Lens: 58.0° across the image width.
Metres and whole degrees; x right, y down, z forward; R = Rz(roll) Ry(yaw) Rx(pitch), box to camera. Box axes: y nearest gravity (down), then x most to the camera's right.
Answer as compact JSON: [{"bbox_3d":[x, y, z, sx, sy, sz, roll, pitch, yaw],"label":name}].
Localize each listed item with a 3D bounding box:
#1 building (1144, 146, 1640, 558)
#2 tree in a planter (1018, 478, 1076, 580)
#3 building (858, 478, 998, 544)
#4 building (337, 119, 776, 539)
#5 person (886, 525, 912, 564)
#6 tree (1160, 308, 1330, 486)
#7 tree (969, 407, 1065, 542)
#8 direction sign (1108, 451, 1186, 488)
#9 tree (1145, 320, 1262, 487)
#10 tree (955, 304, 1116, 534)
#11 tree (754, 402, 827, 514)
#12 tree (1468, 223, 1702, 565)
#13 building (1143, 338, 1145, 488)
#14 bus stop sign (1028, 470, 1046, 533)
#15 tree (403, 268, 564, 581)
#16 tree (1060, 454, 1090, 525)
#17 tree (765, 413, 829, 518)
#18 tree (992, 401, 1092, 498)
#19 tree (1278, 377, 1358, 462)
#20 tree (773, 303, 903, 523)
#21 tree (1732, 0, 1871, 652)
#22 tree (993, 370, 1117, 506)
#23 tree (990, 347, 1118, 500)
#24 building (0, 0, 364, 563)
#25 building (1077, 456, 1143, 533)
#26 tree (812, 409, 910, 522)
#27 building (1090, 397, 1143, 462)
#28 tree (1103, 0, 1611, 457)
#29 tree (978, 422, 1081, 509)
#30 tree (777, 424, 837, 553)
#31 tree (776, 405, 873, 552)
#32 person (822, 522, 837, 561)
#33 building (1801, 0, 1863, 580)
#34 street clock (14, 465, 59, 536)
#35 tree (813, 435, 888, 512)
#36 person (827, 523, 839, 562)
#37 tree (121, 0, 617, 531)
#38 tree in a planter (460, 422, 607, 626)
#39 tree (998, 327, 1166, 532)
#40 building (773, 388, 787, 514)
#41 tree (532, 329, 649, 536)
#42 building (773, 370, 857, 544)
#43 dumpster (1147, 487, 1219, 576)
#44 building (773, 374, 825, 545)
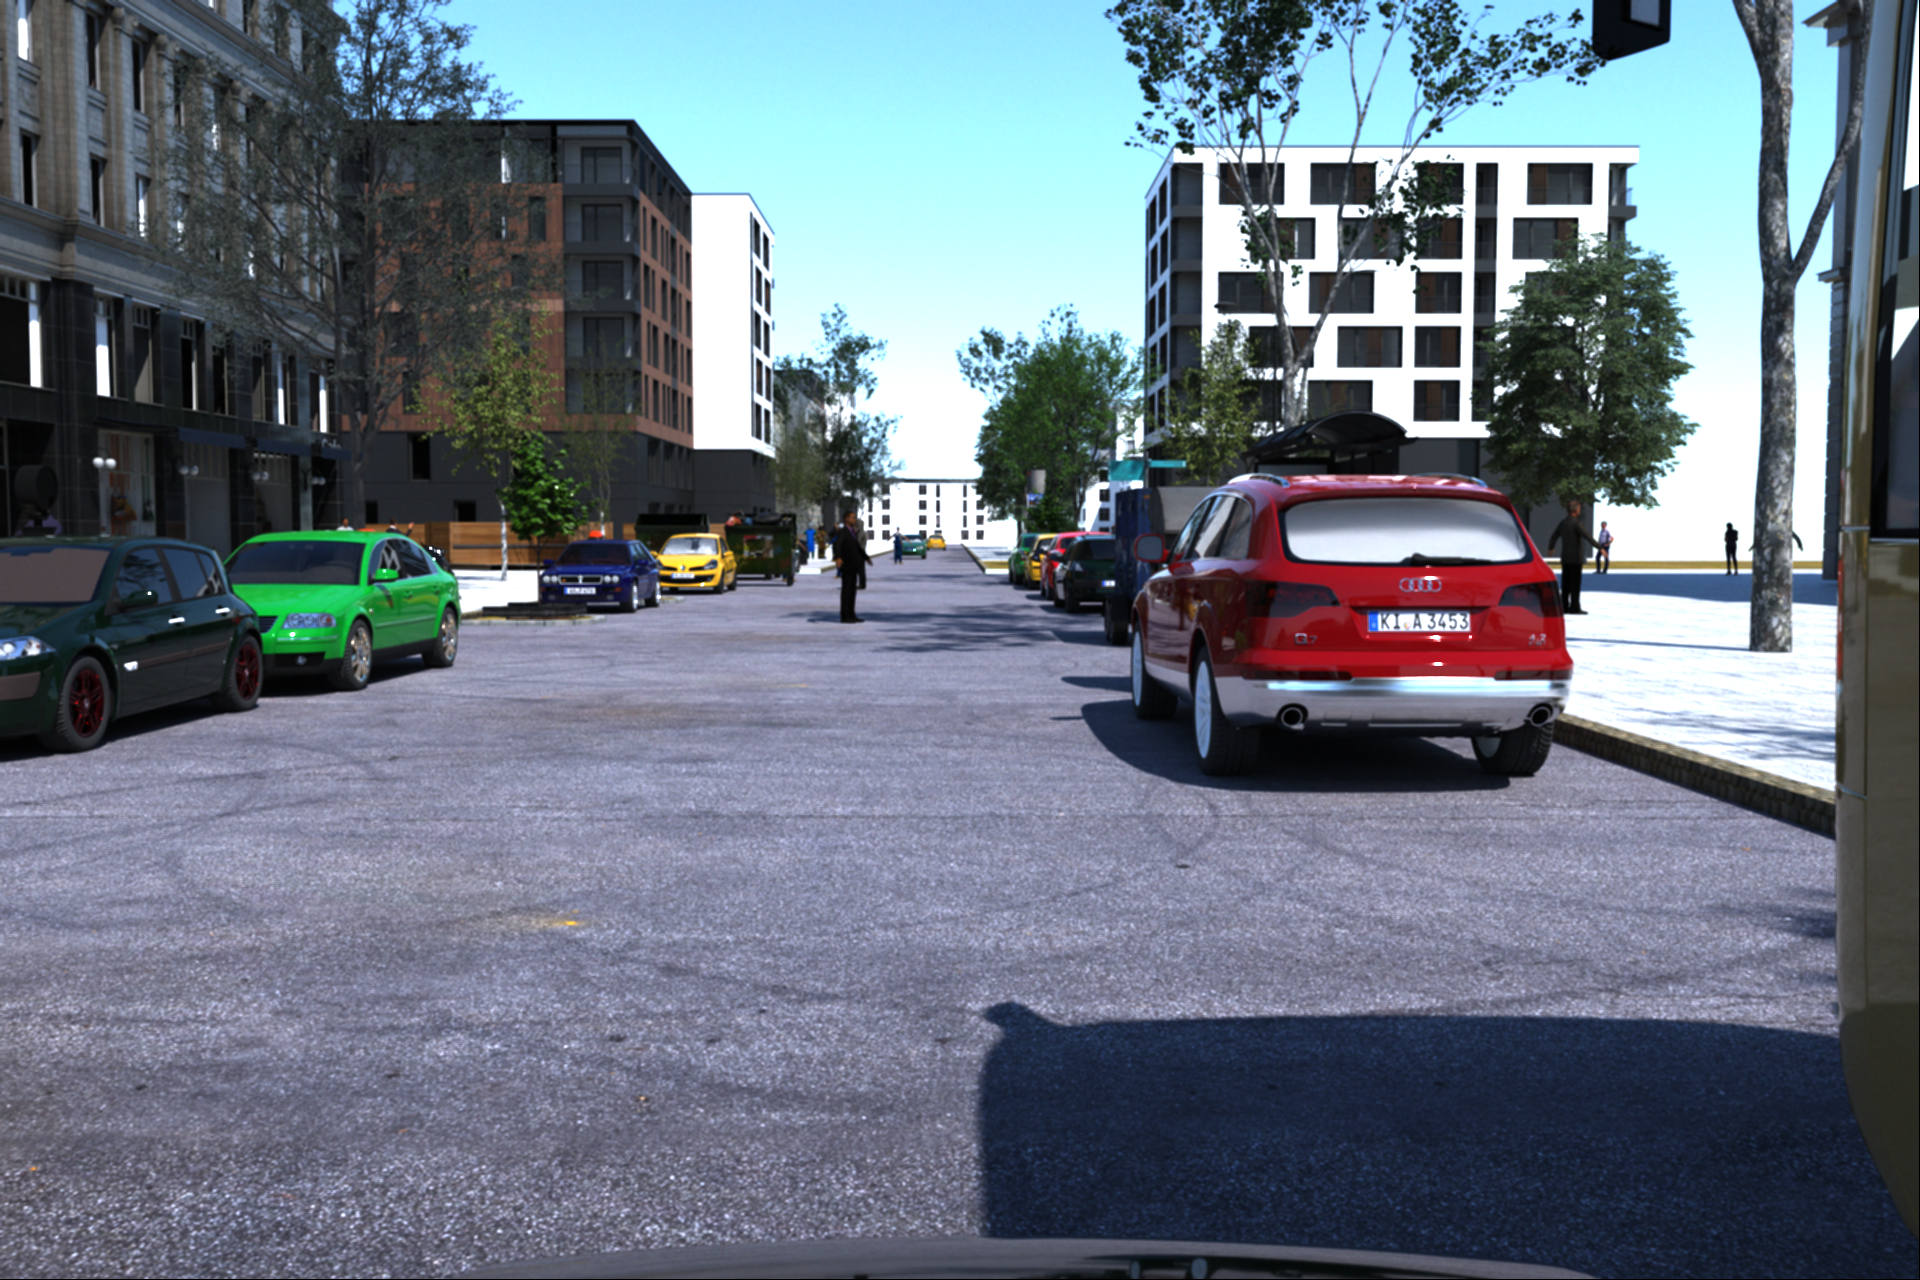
[{"bbox_3d":[25.137,-16.134,107.759,27.936,21.610,32.646,0,3,0],"label":"building"},{"bbox_3d":[2.772,-3.530,54.935,1.991,3.239,1.994,0,4,0],"label":"tree in a planter"},{"bbox_3d":[-8.235,-19.151,257.721,28.070,9.664,9.099,0,4,-2],"label":"building"},{"bbox_3d":[-26.552,-15.782,102.005,27.936,21.610,32.646,0,3,0],"label":"building"},{"bbox_3d":[-2.944,-4.553,82.757,1.347,1.847,0.705,1,4,20],"label":"person"},{"bbox_3d":[11.736,-8.388,71.558,7.601,10.594,8.767,1,4,10],"label":"tree"},{"bbox_3d":[5.390,-15.342,157.491,9.857,13.997,8.962,0,3,0],"label":"tree"},{"bbox_3d":[6.033,-4.080,55.478,2.525,3.948,1.411,0,3,0],"label":"direction sign"},{"bbox_3d":[8.657,-6.714,60.142,4.737,8.622,4.395,0,3,0],"label":"tree"},{"bbox_3d":[6.753,-17.453,141.250,12.611,20.169,13.585,0,3,0],"label":"tree"},{"bbox_3d":[-9.962,-9.010,97.679,4.360,8.622,3.978,0,3,0],"label":"tree"},{"bbox_3d":[26.129,-10.143,72.501,9.857,13.997,8.962,0,3,0],"label":"tree"},{"bbox_3d":[25.008,-16.831,141.644,16.747,18.905,31.486,0,3,0],"label":"building"},{"bbox_3d":[3.210,-5.026,71.198,0.837,3.901,0.837,0,3,0],"label":"bus stop sign"},{"bbox_3d":[-12.528,-5.894,46.723,4.737,8.622,4.395,0,3,0],"label":"tree"},{"bbox_3d":[18.047,-21.642,260.500,9.857,13.997,8.962,0,3,0],"label":"tree"},{"bbox_3d":[-10.061,-9.408,104.181,4.360,8.622,3.978,0,3,0],"label":"tree"},{"bbox_3d":[5.692,-11.826,119.106,9.928,11.665,9.643,0,3,0],"label":"tree"},{"bbox_3d":[17.177,-7.956,80.445,4.360,8.622,3.978,0,3,0],"label":"tree"},{"bbox_3d":[-11.099,-17.665,144.706,12.611,20.169,13.585,0,3,0],"label":"tree"},{"bbox_3d":[7.459,-9.907,17.864,12.611,20.169,13.585,0,3,0],"label":"tree"},{"bbox_3d":[5.837,-11.079,106.891,9.928,11.665,9.643,0,3,0],"label":"tree"},{"bbox_3d":[5.194,-10.393,95.675,9.928,11.665,9.643,0,3,0],"label":"tree"},{"bbox_3d":[-29.671,-16.788,54.080,16.754,29.471,25.880,0,4,0],"label":"building"},{"bbox_3d":[19.082,-15.814,200.702,9.099,9.664,28.070,0,4,-1],"label":"building"},{"bbox_3d":[-9.940,-15.816,168.956,12.009,13.543,11.850,0,3,0],"label":"tree"},{"bbox_3d":[23.035,-23.360,238.351,16.016,20.090,11.380,0,3,0],"label":"building"},{"bbox_3d":[9.419,-11.499,43.896,12.611,20.169,13.585,0,3,0],"label":"tree"},{"bbox_3d":[5.382,-11.956,129.894,8.767,10.594,7.601,0,4,7],"label":"tree"},{"bbox_3d":[-10.009,-10.097,115.448,4.360,8.622,3.978,0,3,0],"label":"tree"},{"bbox_3d":[-10.168,-11.736,126.288,8.767,10.594,7.601,2,4,28],"label":"tree"},{"bbox_3d":[-5.899,-4.685,82.371,1.354,1.856,0.705,-1,4,-18],"label":"person"},{"bbox_3d":[28.087,-11.732,32.472,13.314,22.015,24.055,0,3,0],"label":"building"},{"bbox_3d":[-9.703,-0.837,18.254,0.358,2.002,0.471,0,3,0],"label":"street clock"},{"bbox_3d":[-10.333,-13.656,157.687,8.767,10.594,7.601,2,4,30],"label":"tree"},{"bbox_3d":[-5.686,-4.510,79.878,0.704,1.812,1.346,-3,4,-36],"label":"person"},{"bbox_3d":[-12.491,-7.680,35.945,12.009,13.543,11.850,0,3,0],"label":"tree"},{"bbox_3d":[-6.793,-1.873,27.851,1.991,3.239,1.994,0,3,0],"label":"tree in a planter"},{"bbox_3d":[5.899,-9.768,85.460,9.928,11.665,9.643,0,3,0],"label":"tree"},{"bbox_3d":[-28.911,-21.674,185.299,19.493,23.208,18.063,0,4,-1],"label":"building"},{"bbox_3d":[-12.530,-6.808,61.676,4.360,8.622,3.978,0,3,0],"label":"tree"},{"bbox_3d":[-28.742,-23.703,231.513,27.936,21.610,32.646,0,4,0],"label":"building"},{"bbox_3d":[2.640,-0.461,15.754,1.865,1.857,1.264,0,4,-2],"label":"dumpster"},{"bbox_3d":[-26.428,-22.855,204.610,19.493,23.208,18.063,0,4,1],"label":"building"}]
